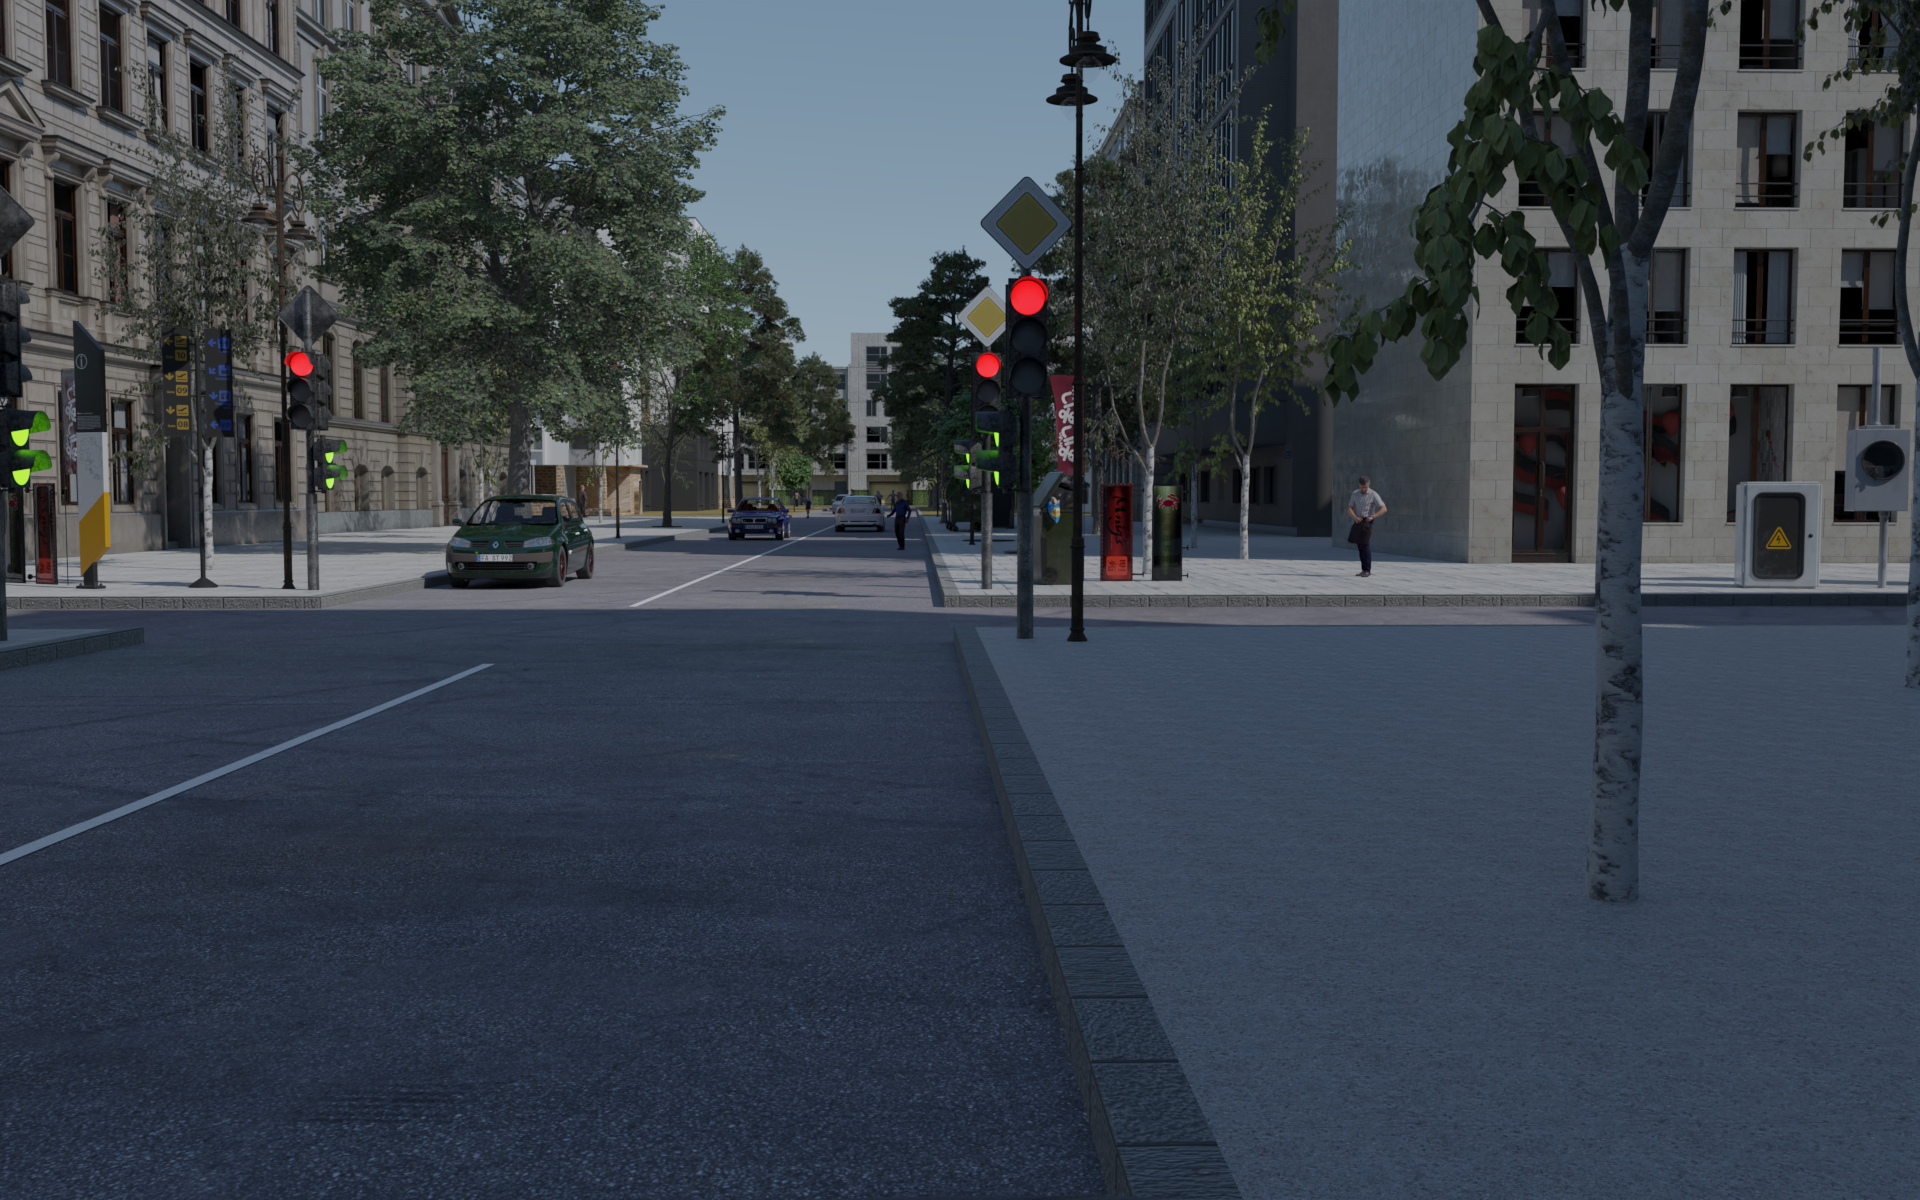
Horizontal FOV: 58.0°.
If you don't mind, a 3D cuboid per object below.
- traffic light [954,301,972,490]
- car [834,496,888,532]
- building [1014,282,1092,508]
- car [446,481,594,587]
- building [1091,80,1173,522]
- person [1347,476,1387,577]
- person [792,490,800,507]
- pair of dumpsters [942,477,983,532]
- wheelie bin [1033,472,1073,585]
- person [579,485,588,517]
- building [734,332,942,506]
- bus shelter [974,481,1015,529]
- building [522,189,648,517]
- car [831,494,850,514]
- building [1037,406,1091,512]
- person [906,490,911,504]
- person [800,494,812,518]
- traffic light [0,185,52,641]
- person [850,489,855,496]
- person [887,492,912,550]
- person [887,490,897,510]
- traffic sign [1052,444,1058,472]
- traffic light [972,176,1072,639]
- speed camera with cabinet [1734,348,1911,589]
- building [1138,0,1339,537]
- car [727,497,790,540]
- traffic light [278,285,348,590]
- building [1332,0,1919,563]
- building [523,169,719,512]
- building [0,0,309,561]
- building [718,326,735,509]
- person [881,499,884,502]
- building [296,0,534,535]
[{"bbox_3d":[0.342,-2.081,23.272,0.839,4.213,0.868,0,4,-2],"label":"traffic light"},{"bbox_3d":[-3.829,-3.321,66.656,2.083,1.381,4.827,0,4,-2],"label":"car"},{"bbox_3d":[13.725,-17.436,151.537,16.747,18.905,31.486,0,4,-2],"label":"building"},{"bbox_3d":[-7.015,-1.105,27.848,2.009,1.686,4.222,0,4,-2],"label":"car"},{"bbox_3d":[13.634,-14.994,86.954,13.314,21.916,24.055,0,4,-2],"label":"building"},{"bbox_3d":[6.304,-1.137,26.847,0.614,1.554,0.590,3,4,38],"label":"person"},{"bbox_3d":[-16.930,-10.435,179.114,0.705,1.823,1.348,2,4,31],"label":"person"},{"bbox_3d":[0.194,-3.529,60.198,1.574,2.255,4.436,0,4,-2],"label":"pair of dumpsters"},{"bbox_3d":[1.349,-1.023,24.637,0.693,1.594,0.980,-1,4,-16],"label":"wheelie bin"},{"bbox_3d":[-20.793,-5.445,95.618,0.434,1.755,0.990,-3,4,-37],"label":"person"},{"bbox_3d":[-12.179,-20.289,198.179,31.486,18.905,16.747,0,4,-2],"label":"building"},{"bbox_3d":[1.158,-4.617,66.765,1.731,3.624,6.357,0,4,-2],"label":"bus shelter"},{"bbox_3d":[-27.383,-15.117,103.581,16.016,20.091,11.380,0,4,-2],"label":"building"},{"bbox_3d":[-8.169,-6.821,123.518,2.014,1.417,4.499,0,4,-2],"label":"car"},{"bbox_3d":[10.786,-11.001,122.005,9.099,9.664,28.070,0,4,-2],"label":"building"},{"bbox_3d":[-5.011,-9.739,167.828,0.705,1.812,1.348,1,4,9],"label":"person"},{"bbox_3d":[-9.127,-5.546,102.404,0.697,1.427,0.421,0,4,-6],"label":"person"},{"bbox_3d":[-8.397,-1.577,15.030,0.839,4.213,0.868,0,4,-2],"label":"traffic light"},{"bbox_3d":[-5.914,-5.318,96.259,0.445,1.727,0.742,-1,4,-9],"label":"person"},{"bbox_3d":[-1.601,-2.027,44.328,0.600,1.496,0.574,-2,4,-25],"label":"person"},{"bbox_3d":[-5.959,-8.924,154.497,1.350,1.814,0.705,2,4,24],"label":"person"},{"bbox_3d":[2.408,-2.730,44.646,0.884,2.594,0.081,0,4,2],"label":"traffic sign"},{"bbox_3d":[0.561,-1.593,15.290,0.839,4.213,0.868,0,4,-2],"label":"traffic light"},{"bbox_3d":[11.701,-1.785,23.518,2.038,3.252,0.660,1,4,14],"label":"speed camera with cabinet"},{"bbox_3d":[15.041,-16.471,62.813,14.314,27.812,24.014,0,4,-2],"label":"building"},{"bbox_3d":[-6.366,-2.595,55.014,1.945,1.354,3.894,0,4,-1],"label":"car"},{"bbox_3d":[-8.615,-2.065,23.012,0.839,4.213,0.868,0,4,-2],"label":"traffic light"},{"bbox_3d":[17.631,-11.129,36.711,16.860,20.320,10.420,0,4,-2],"label":"building"},{"bbox_3d":[-33.340,-17.210,125.352,27.936,21.610,32.646,0,4,-2],"label":"building"},{"bbox_3d":[-22.839,-10.695,39.485,10.561,19.102,19.286,0,4,-2],"label":"building"},{"bbox_3d":[-26.663,-18.501,158.919,11.380,20.091,16.016,0,4,-2],"label":"building"},{"bbox_3d":[-7.665,-9.562,168.058,0.599,1.433,0.991,-2,4,-35],"label":"person"},{"bbox_3d":[-25.811,-15.177,67.235,14.460,24.649,34.723,0,4,-2],"label":"building"}]
